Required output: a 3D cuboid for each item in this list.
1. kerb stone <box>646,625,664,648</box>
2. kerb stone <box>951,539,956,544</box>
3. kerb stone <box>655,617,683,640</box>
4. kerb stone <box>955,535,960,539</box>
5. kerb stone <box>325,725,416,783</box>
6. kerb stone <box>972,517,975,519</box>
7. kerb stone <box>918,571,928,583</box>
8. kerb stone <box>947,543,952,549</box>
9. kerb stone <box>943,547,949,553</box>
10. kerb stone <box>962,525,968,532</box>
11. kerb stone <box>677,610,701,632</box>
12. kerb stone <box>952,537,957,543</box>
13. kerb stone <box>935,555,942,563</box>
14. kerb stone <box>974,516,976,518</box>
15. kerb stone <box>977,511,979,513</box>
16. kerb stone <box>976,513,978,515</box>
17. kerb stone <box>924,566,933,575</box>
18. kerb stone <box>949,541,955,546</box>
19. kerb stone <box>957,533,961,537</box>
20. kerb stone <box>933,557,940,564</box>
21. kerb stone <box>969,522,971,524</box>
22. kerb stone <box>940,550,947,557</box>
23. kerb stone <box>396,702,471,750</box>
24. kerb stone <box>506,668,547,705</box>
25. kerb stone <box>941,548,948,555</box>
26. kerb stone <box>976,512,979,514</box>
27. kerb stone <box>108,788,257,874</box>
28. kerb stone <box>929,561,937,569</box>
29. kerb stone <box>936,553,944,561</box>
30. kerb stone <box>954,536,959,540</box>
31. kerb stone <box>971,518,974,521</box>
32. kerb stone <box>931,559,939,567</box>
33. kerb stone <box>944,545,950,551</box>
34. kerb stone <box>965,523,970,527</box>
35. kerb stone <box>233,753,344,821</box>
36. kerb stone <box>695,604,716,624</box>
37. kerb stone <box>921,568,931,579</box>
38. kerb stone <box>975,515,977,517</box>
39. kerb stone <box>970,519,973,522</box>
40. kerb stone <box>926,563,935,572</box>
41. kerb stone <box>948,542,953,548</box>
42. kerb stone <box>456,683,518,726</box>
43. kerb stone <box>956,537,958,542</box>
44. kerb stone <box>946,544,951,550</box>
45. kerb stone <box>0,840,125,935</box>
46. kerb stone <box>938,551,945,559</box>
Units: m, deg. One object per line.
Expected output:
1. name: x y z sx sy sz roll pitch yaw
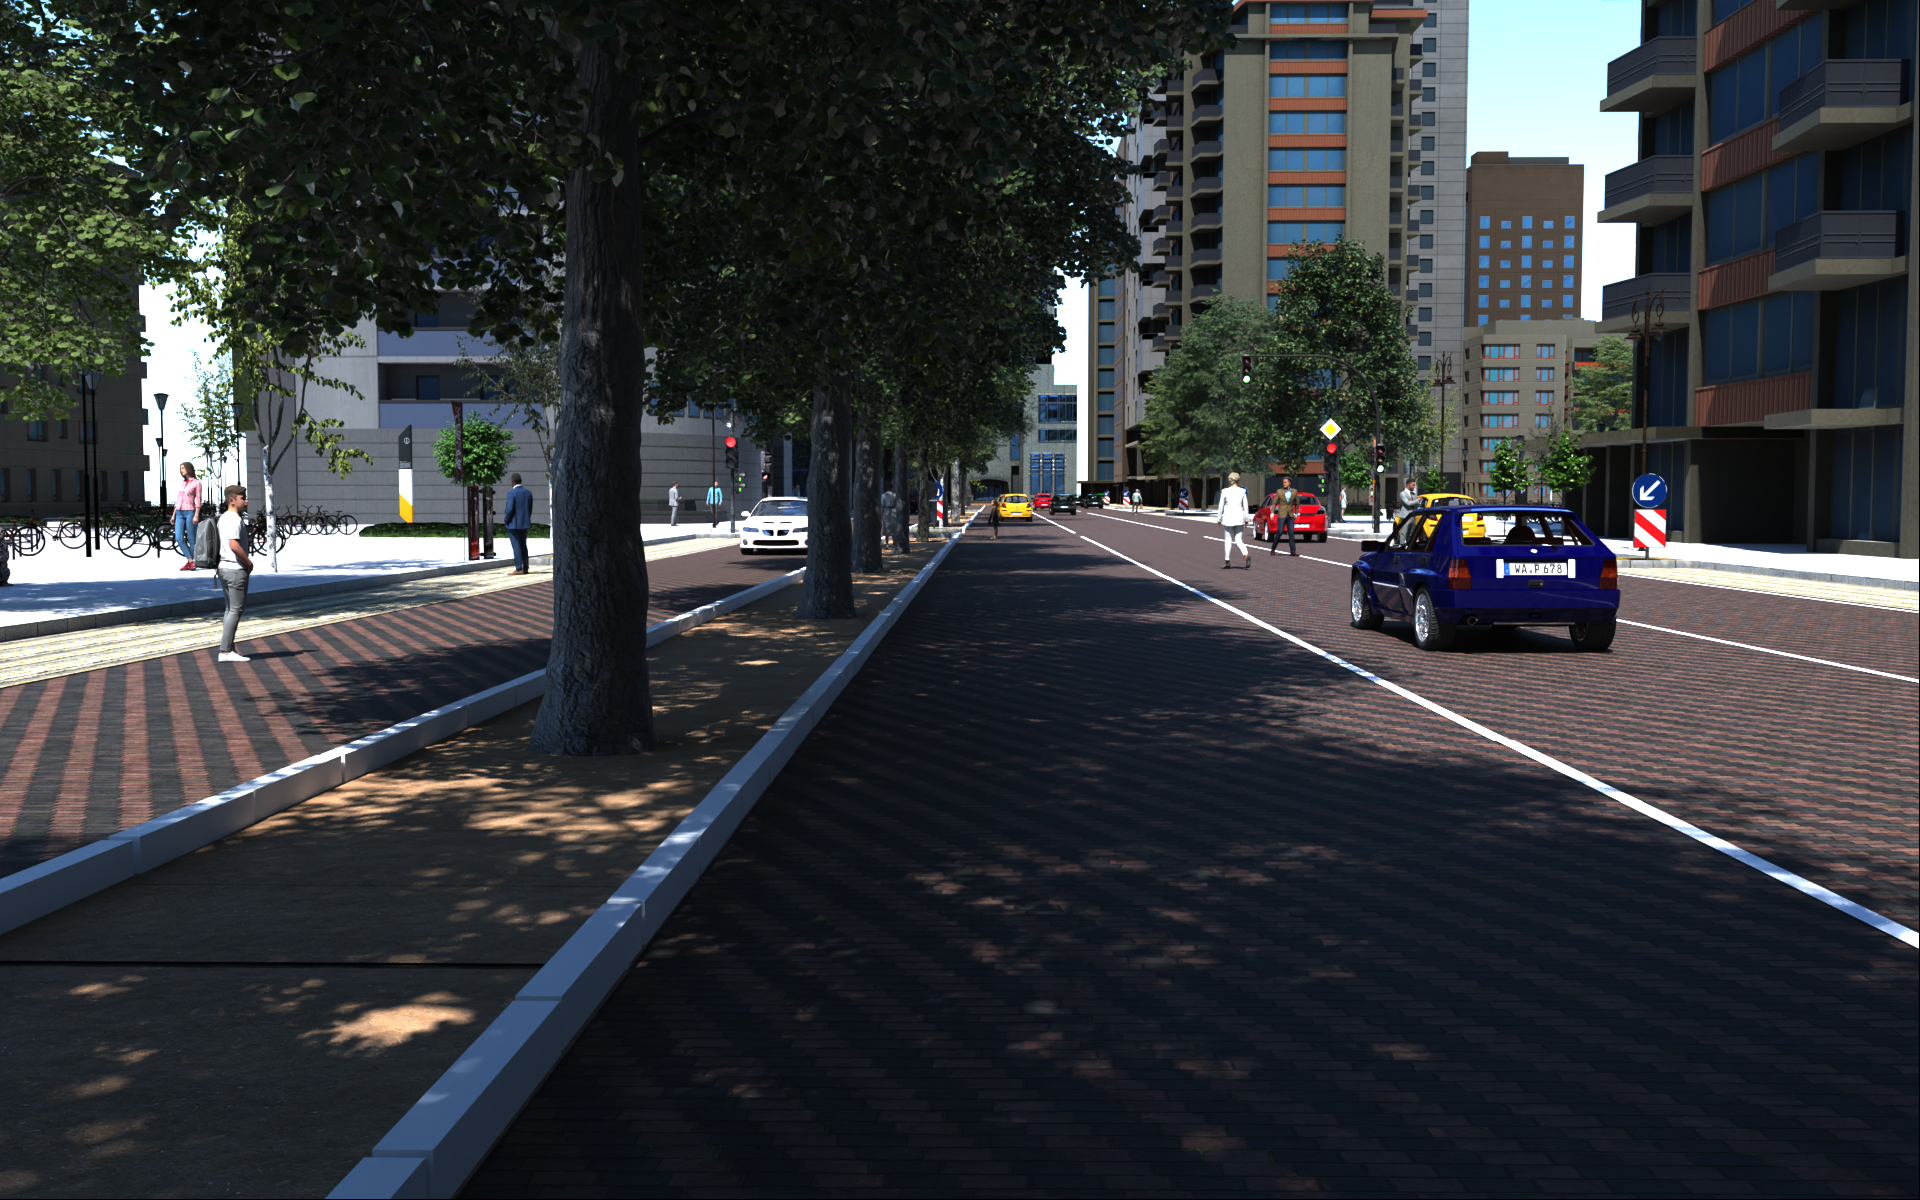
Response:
1. kerb stone: -2.946 0.369 16.204 0.120 0.150 1.000 0 4 1
2. kerb stone: -0.246 -1.505 46.950 0.120 0.150 1.000 0 4 1
3. kerb stone: -2.931 0.304 17.226 0.120 0.150 1.000 0 4 1
4. kerb stone: -0.156 -1.761 51.052 0.120 0.150 1.000 0 4 1
5. kerb stone: -3.080 0.805 9.035 0.120 0.150 1.000 0 4 1
6. kerb stone: 0.537 -3.921 86.429 0.120 0.150 1.000 0 4 1
7. kerb stone: -0.620 -0.323 27.472 0.120 0.150 1.000 0 4 1
8. kerb stone: -0.322 -1.263 42.848 0.120 0.150 1.000 0 4 1
9. kerb stone: -0.384 -1.075 39.774 0.120 0.150 1.000 0 4 1
10. kerb stone: 0.135 -2.673 65.934 0.120 0.150 1.000 0 4 1
11. kerb stone: -2.905 0.242 18.253 0.120 0.150 1.000 0 4 1
12. kerb stone: -0.218 -1.577 47.978 0.120 0.150 1.000 0 4 1
13. kerb stone: -0.483 -0.762 34.656 0.120 0.150 1.000 0 4 1
14. kerb stone: 0.618 -4.180 90.533 0.120 0.150 1.000 0 4 1
15. kerb stone: 1.017 -5.433 111.028 0.120 0.150 1.000 0 4 1
16. kerb stone: 0.857 -4.932 102.830 0.120 0.150 1.000 0 4 1
17. kerb stone: -0.580 -0.448 29.520 0.120 0.150 1.000 0 4 1
18. kerb stone: -0.278 -1.388 44.892 0.120 0.150 1.000 0 4 1
19. kerb stone: -0.117 -1.890 53.098 0.120 0.150 1.000 0 4 1
20. kerb stone: -0.505 -0.696 33.627 0.120 0.150 1.000 0 4 1
21. kerb stone: 0.277 -3.113 73.096 0.120 0.150 1.000 0 4 1
22. kerb stone: -0.422 -0.950 37.726 0.120 0.150 1.000 0 4 1
23. kerb stone: -3.069 0.742 10.060 0.120 0.150 1.000 0 4 1
24. kerb stone: -3.026 0.619 12.107 0.120 0.150 1.000 0 4 1
25. kerb stone: -0.396 -1.012 38.749 0.120 0.150 1.000 0 4 1
26. kerb stone: 0.915 -5.119 105.914 0.120 0.150 1.000 0 4 1
27. kerb stone: -3.120 0.930 6.988 0.120 0.150 1.000 0 4 1
28. kerb stone: -0.541 -0.574 31.580 0.120 0.150 1.000 0 4 1
29. kerb stone: -0.459 -0.818 35.683 0.120 0.150 1.000 0 4 1
30. kerb stone: -0.180 -1.702 50.028 0.120 0.150 1.000 0 4 1
31. kerb stone: 0.474 -3.739 83.346 0.120 0.150 1.000 0 4 1
32. kerb stone: -0.527 -0.631 32.605 0.120 0.150 1.000 0 4 1
33. kerb stone: -0.356 -1.138 40.800 0.120 0.150 1.000 0 4 1
34. kerb stone: 0.236 -2.988 71.052 0.120 0.150 1.000 0 4 1
35. kerb stone: -3.108 0.868 8.010 0.120 0.150 1.000 0 4 1
36. kerb stone: -2.886 0.179 19.275 0.120 0.150 1.000 0 4 1
37. kerb stone: -0.604 -0.385 28.494 0.120 0.150 1.000 0 4 1
38. kerb stone: 0.721 -4.493 95.655 0.120 0.150 1.000 0 4 1
39. kerb stone: 0.397 -3.490 79.249 0.120 0.150 1.000 0 4 1
40. kerb stone: -0.561 -0.511 30.556 0.120 0.150 1.000 0 4 1
41. kerb stone: -0.303 -1.325 43.870 0.120 0.150 1.000 0 4 1
42. kerb stone: -3.047 0.680 11.085 0.120 0.150 1.000 0 4 1
43. kerb stone: -0.202 -1.634 49.002 0.120 0.150 1.000 0 4 1
44. kerb stone: -0.340 -1.200 41.822 0.120 0.150 1.000 0 4 1
45. kerb stone: -3.150 1.000 5.955 0.120 0.150 1.000 0 4 1
46. kerb stone: -0.441 -0.887 36.704 0.120 0.150 1.000 0 4 1
